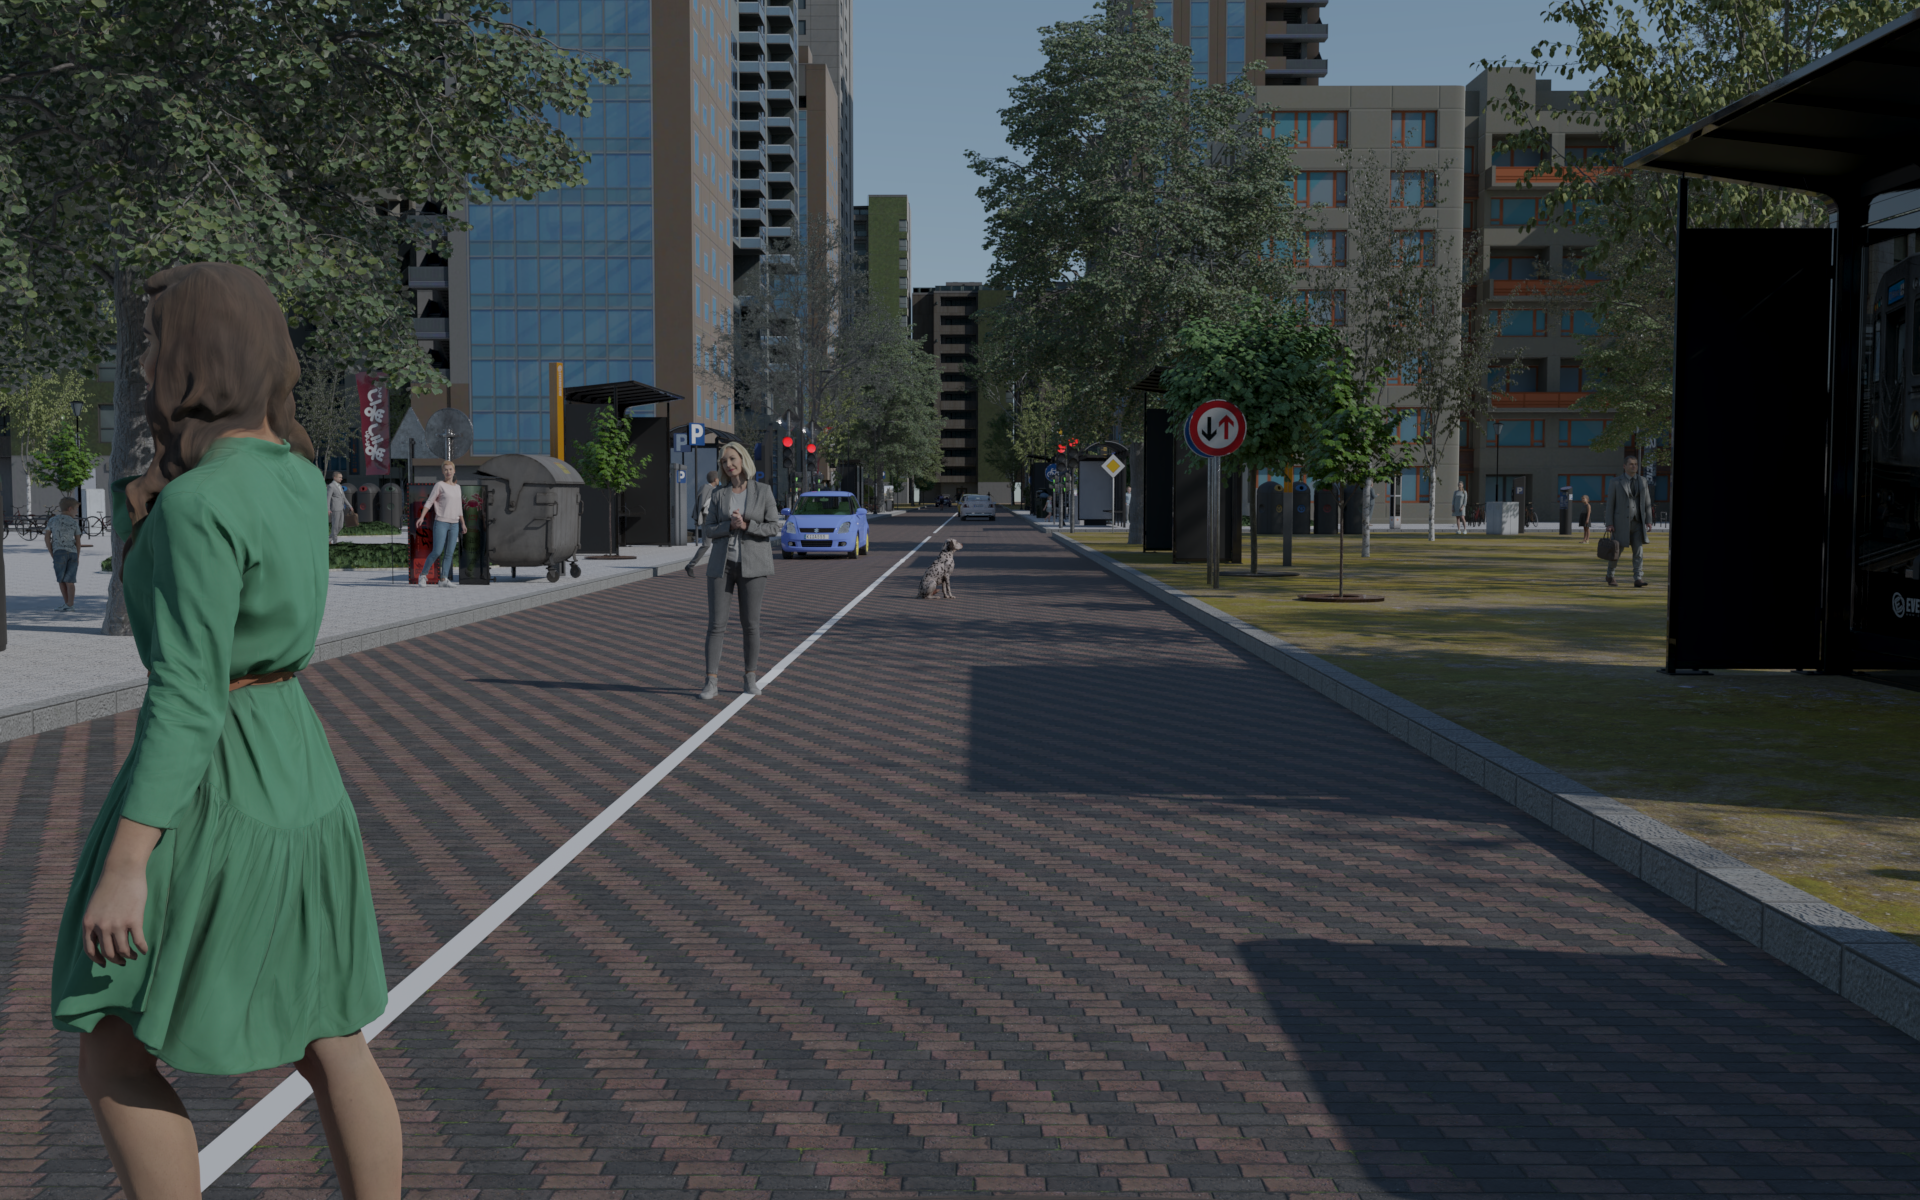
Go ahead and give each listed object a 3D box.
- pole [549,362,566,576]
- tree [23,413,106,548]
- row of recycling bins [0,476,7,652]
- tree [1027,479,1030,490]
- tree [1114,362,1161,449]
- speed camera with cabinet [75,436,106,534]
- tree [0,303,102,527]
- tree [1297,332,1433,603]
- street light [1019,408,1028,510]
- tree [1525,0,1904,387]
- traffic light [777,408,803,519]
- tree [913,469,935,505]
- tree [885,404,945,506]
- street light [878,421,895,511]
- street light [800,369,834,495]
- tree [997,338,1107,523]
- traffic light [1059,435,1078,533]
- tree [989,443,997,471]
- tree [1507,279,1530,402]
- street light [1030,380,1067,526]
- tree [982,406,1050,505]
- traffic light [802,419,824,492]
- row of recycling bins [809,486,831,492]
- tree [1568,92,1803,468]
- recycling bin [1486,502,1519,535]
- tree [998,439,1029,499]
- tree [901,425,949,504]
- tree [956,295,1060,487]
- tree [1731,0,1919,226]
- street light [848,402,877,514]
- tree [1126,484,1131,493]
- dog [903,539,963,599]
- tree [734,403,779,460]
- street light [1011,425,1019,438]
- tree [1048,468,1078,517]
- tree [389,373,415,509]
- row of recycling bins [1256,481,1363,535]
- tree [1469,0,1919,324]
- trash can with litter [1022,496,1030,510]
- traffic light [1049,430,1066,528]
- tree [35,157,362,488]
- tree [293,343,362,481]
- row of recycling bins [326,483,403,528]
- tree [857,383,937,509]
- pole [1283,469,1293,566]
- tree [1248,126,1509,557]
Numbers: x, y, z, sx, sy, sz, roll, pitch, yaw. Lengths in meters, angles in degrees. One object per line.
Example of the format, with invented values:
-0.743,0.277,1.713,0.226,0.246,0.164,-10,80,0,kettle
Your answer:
-6.270,-2.025,26.958,0.158,3.312,0.155,0,3,0,pole
-21.648,-2.882,41.721,1.663,3.219,1.824,0,3,0,tree
-8.043,-0.341,12.693,1.069,1.692,3.534,-1,4,-9,row of recycling bins
5.728,-7.876,123.381,1.663,3.219,1.824,0,3,0,tree
10.328,-8.680,92.273,4.360,8.622,3.978,0,3,0,tree
-28.316,-3.791,56.318,0.660,3.252,2.038,-3,4,-36,speed camera with cabinet
-36.548,-7.212,68.280,4.737,8.622,4.395,0,3,0,tree
4.538,-1.597,20.707,1.663,3.219,1.824,0,3,0,tree
4.051,-7.384,93.273,1.470,5.913,1.316,0,4,1,street light
17.934,-7.733,36.811,12.009,13.543,11.850,0,3,0,tree
-5.595,-4.153,56.814,0.839,4.253,0.868,0,4,1,traffic light
-4.325,-13.719,208.019,4.285,4.588,4.351,0,3,0,tree
-5.383,-16.111,181.535,7.486,12.596,7.792,0,3,0,tree
-4.871,-8.422,110.232,1.470,5.913,1.316,0,4,1,street light
-5.379,-5.636,64.688,1.470,5.913,1.316,0,4,1,street light
4.803,-7.691,76.105,4.737,8.622,4.395,0,3,0,tree
3.666,-4.147,56.729,0.839,4.253,0.868,0,4,1,traffic light
5.445,-14.586,188.842,4.737,8.622,4.395,0,3,0,tree
13.196,-5.934,47.391,4.360,8.622,3.978,0,3,0,tree
3.600,-5.964,70.060,1.470,5.913,1.316,0,4,1,street light
6.296,-16.815,200.677,9.928,11.665,9.643,0,3,0,tree
-5.508,-4.641,64.799,0.839,4.253,0.868,0,4,1,traffic light
-7.074,-4.958,88.171,1.069,1.692,3.534,0,4,1,row of recycling bins
20.906,-8.014,49.156,7.486,12.596,7.792,0,3,0,tree
17.166,-2.585,54.824,0.722,1.027,0.722,-2,4,-26,recycling bin
6.722,-16.179,214.895,4.360,8.622,3.978,0,3,0,tree
-4.743,-17.233,216.175,7.601,10.594,8.767,-2,4,-30,tree
5.395,-19.063,167.562,12.611,20.169,13.585,0,3,0,tree
13.654,-5.830,21.078,9.928,11.665,9.643,0,3,0,tree
-5.118,-7.055,87.898,1.470,5.913,1.316,0,4,1,street light
11.151,-7.551,118.057,1.663,3.219,1.824,0,3,0,tree
-0.415,-0.429,23.845,0.800,0.831,0.513,1,4,20,dog
-16.584,-11.426,137.172,4.360,8.622,3.978,0,3,0,tree
4.290,-8.780,116.090,1.470,5.913,1.316,0,4,1,street light
5.591,-6.255,96.868,1.663,3.219,1.824,0,3,0,tree
-32.813,-9.241,101.449,4.737,8.622,4.395,0,3,0,tree
11.242,-2.953,55.392,3.534,1.692,1.069,0,4,-3,row of recycling bins
6.785,-3.961,15.122,4.737,8.622,4.395,0,3,0,tree
5.401,-7.735,137.860,0.624,1.170,1.055,1,4,21,trash can with litter
3.753,-4.636,64.714,0.839,4.253,0.868,0,4,1,traffic light
-15.660,-5.252,36.237,4.737,8.622,4.395,0,3,0,tree
-30.560,-8.132,83.316,4.360,8.622,3.978,0,3,0,tree
-22.786,-3.568,65.443,3.534,1.692,1.069,0,4,6,row of recycling bins
-5.867,-13.739,150.388,9.928,11.665,9.643,0,3,0,tree
5.826,-2.256,30.732,0.158,3.312,0.155,0,3,0,pole
8.219,-5.196,35.311,4.360,8.622,3.978,0,3,0,tree
